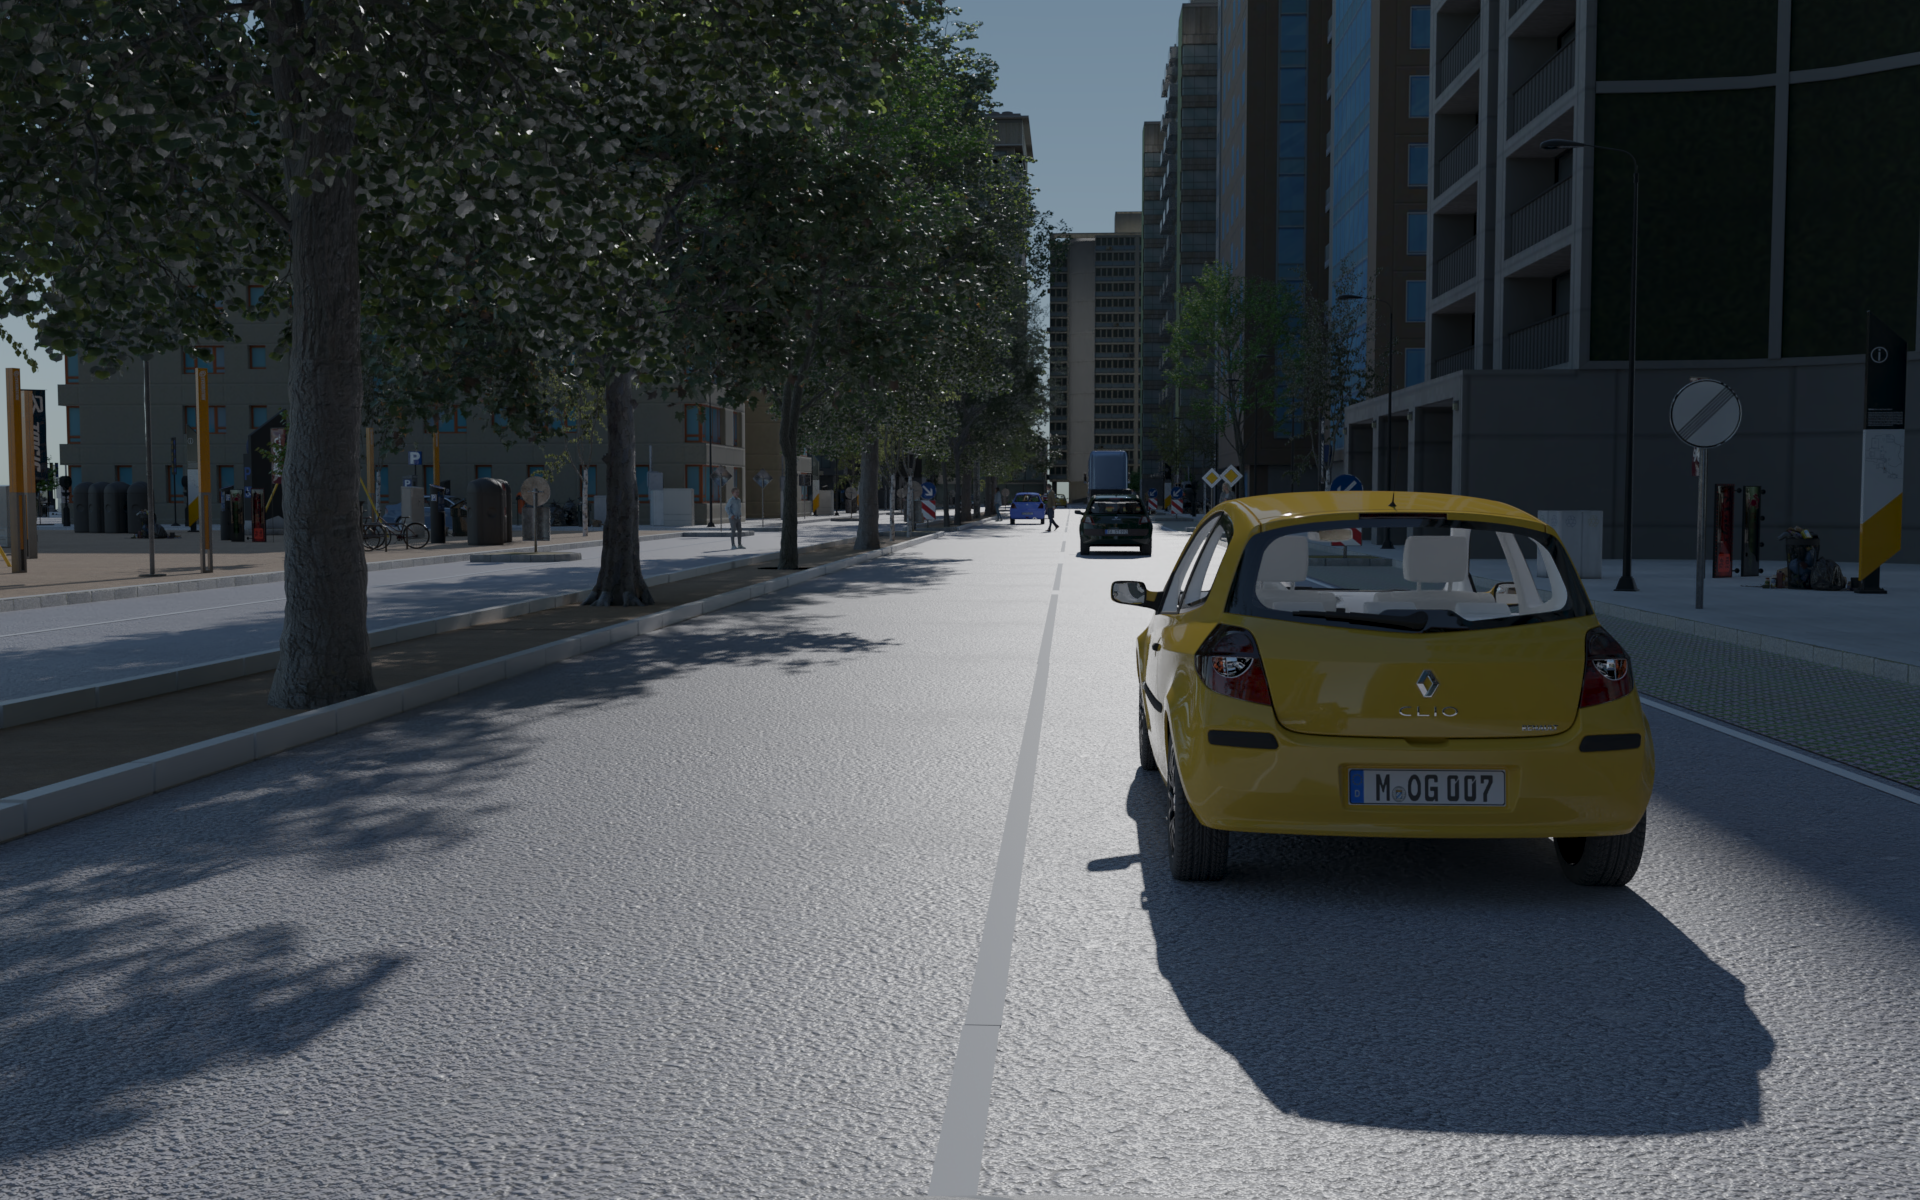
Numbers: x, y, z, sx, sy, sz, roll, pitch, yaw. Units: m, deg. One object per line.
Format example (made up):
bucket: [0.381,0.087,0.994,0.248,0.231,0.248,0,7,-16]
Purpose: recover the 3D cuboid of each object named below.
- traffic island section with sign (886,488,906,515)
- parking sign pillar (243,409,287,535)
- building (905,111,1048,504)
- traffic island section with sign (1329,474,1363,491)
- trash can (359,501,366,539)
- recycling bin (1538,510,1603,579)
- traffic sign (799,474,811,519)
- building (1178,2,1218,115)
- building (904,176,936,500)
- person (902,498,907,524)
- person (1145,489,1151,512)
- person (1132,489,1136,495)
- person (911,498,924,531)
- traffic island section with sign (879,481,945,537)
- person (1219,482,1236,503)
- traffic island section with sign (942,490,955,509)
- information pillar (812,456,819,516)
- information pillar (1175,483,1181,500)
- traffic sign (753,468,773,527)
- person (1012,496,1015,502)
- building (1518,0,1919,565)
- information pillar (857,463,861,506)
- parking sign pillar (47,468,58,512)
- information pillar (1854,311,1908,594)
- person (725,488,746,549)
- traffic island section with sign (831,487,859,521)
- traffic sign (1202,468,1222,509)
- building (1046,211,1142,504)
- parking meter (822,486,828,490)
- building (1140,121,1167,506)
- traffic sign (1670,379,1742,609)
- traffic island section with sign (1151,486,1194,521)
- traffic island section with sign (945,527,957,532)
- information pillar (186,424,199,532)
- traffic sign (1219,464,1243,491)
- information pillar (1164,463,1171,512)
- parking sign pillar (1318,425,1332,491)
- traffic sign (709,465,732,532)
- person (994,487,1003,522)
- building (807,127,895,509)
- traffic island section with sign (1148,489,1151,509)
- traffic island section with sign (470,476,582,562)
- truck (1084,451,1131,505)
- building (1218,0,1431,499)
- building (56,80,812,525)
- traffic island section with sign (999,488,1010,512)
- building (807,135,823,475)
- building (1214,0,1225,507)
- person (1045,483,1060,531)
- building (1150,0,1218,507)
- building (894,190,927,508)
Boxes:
traffic island section with sign: [-3.981,-6.729,118.654,1.989,1.847,2.006,0,4,4]
parking sign pillar: [-21.748,-4.024,54.257,1.447,3.967,1.447,2,4,33]
building: [-1.793,-39.740,238.991,27.495,52.752,28.713,0,4,4]
traffic island section with sign: [7.604,-1.621,35.128,1.989,1.847,2.006,0,4,4]
trash can: [-13.077,-1.551,37.009,0.748,1.137,0.748,0,3,0]
recycling bin: [9.314,-0.851,26.467,0.722,1.027,0.722,-1,4,-10]
traffic sign: [-7.976,-5.310,88.941,0.606,2.300,0.079,0,4,6]
building: [25.483,-28.412,148.135,14.154,41.232,14.086,0,4,4]
building: [-14.870,-31.201,202.012,23.993,40.220,32.217,0,4,4]
person: [-2.472,-4.512,82.470,0.583,1.804,0.606,-1,4,-9]
person: [14.623,-7.688,134.113,0.656,1.842,0.836,0,4,0]
person: [13.909,-7.929,137.981,0.795,1.843,0.661,3,5,40]
person: [-1.662,-3.389,64.395,0.515,1.767,0.782,-1,4,-20]
traffic island section with sign: [-1.668,-3.107,58.931,2.006,1.907,1.989,0,4,4]
person: [8.421,-2.810,54.629,0.537,1.800,0.526,2,4,32]
traffic island section with sign: [-0.717,-9.802,168.895,1.989,1.847,2.006,0,4,4]
information pillar: [-8.507,-6.780,102.205,0.504,3.616,0.183,3,5,42]
information pillar: [14.688,-6.858,116.621,0.304,2.012,0.304,-2,4,-32]
traffic sign: [-7.631,-3.876,67.022,0.795,2.450,0.064,0,4,4]
person: [3.251,-5.676,105.586,0.425,1.301,0.394,-2,4,-30]
building: [20.345,-36.555,35.924,20.563,71.187,20.611,0,4,4]
information pillar: [-6.823,-7.814,119.114,0.504,3.616,0.183,-1,4,-10]
parking sign pillar: [-66.190,-8.372,125.347,1.447,3.967,1.447,0,4,0]
information pillar: [11.828,-1.888,22.221,0.504,3.616,0.183,1,4,9]
person: [-5.847,-2.126,45.066,0.330,1.601,0.589,3,5,42]
traffic island section with sign: [-5.739,-5.076,91.617,1.989,1.847,2.006,0,4,4]
traffic sign: [9.576,-3.807,65.890,0.795,2.450,0.064,0,4,4]
building: [24.094,-33.569,240.740,23.993,40.220,32.217,0,4,4]
parking meter: [-9.257,-6.897,118.478,0.399,1.863,0.255,-3,4,-37]
building: [27.128,-31.137,192.685,14.154,41.232,14.086,0,4,4]
traffic sign: [8.266,-1.173,19.287,0.768,2.556,0.104,0,4,6]
traffic island section with sign: [11.240,-5.038,90.992,1.989,1.847,2.006,0,4,4]
traffic island section with sign: [-1.178,-3.559,66.322,2.006,1.907,1.989,0,4,4]
information pillar: [-25.705,-4.085,58.152,0.504,3.616,0.183,1,4,10]
traffic sign: [9.059,-3.320,57.921,0.795,2.450,0.064,0,4,4]
information pillar: [15.239,-8.299,127.036,0.504,3.616,0.183,0,4,3]
parking sign pillar: [14.437,-4.899,68.567,1.447,3.967,1.447,1,4,17]
traffic sign: [-8.148,-3.389,59.054,0.795,2.450,0.064,0,4,4]
person: [2.006,-5.001,90.527,0.793,1.790,0.793,-3,4,-38]
building: [-13.354,-28.513,149.777,14.154,41.232,14.086,0,4,4]
traffic island section with sign: [12.980,-6.683,117.891,1.989,1.847,2.006,0,4,4]
traffic island section with sign: [-9.262,-1.753,37.291,1.989,1.847,2.006,0,4,4]
truck: [8.976,-6.880,102.244,2.967,4.110,18.799,0,4,3]
building: [20.995,-26.838,88.909,14.600,45.320,14.200,0,4,4]
building: [-23.323,-14.751,86.212,27.650,21.520,28.899,0,4,4]
traffic island section with sign: [3.677,-8.145,141.304,2.006,1.907,1.989,0,4,4]
building: [-21.772,-28.604,122.293,22.147,44.769,28.867,0,4,4]
building: [29.137,-35.647,124.823,21.231,58.520,28.212,0,4,4]
person: [3.513,-3.570,66.773,0.836,1.842,0.656,-3,5,-44]
building: [31.148,-33.658,169.911,23.786,49.044,30.456,0,4,4]
building: [-10.791,-23.997,164.051,14.160,30.474,14.107,0,4,4]
